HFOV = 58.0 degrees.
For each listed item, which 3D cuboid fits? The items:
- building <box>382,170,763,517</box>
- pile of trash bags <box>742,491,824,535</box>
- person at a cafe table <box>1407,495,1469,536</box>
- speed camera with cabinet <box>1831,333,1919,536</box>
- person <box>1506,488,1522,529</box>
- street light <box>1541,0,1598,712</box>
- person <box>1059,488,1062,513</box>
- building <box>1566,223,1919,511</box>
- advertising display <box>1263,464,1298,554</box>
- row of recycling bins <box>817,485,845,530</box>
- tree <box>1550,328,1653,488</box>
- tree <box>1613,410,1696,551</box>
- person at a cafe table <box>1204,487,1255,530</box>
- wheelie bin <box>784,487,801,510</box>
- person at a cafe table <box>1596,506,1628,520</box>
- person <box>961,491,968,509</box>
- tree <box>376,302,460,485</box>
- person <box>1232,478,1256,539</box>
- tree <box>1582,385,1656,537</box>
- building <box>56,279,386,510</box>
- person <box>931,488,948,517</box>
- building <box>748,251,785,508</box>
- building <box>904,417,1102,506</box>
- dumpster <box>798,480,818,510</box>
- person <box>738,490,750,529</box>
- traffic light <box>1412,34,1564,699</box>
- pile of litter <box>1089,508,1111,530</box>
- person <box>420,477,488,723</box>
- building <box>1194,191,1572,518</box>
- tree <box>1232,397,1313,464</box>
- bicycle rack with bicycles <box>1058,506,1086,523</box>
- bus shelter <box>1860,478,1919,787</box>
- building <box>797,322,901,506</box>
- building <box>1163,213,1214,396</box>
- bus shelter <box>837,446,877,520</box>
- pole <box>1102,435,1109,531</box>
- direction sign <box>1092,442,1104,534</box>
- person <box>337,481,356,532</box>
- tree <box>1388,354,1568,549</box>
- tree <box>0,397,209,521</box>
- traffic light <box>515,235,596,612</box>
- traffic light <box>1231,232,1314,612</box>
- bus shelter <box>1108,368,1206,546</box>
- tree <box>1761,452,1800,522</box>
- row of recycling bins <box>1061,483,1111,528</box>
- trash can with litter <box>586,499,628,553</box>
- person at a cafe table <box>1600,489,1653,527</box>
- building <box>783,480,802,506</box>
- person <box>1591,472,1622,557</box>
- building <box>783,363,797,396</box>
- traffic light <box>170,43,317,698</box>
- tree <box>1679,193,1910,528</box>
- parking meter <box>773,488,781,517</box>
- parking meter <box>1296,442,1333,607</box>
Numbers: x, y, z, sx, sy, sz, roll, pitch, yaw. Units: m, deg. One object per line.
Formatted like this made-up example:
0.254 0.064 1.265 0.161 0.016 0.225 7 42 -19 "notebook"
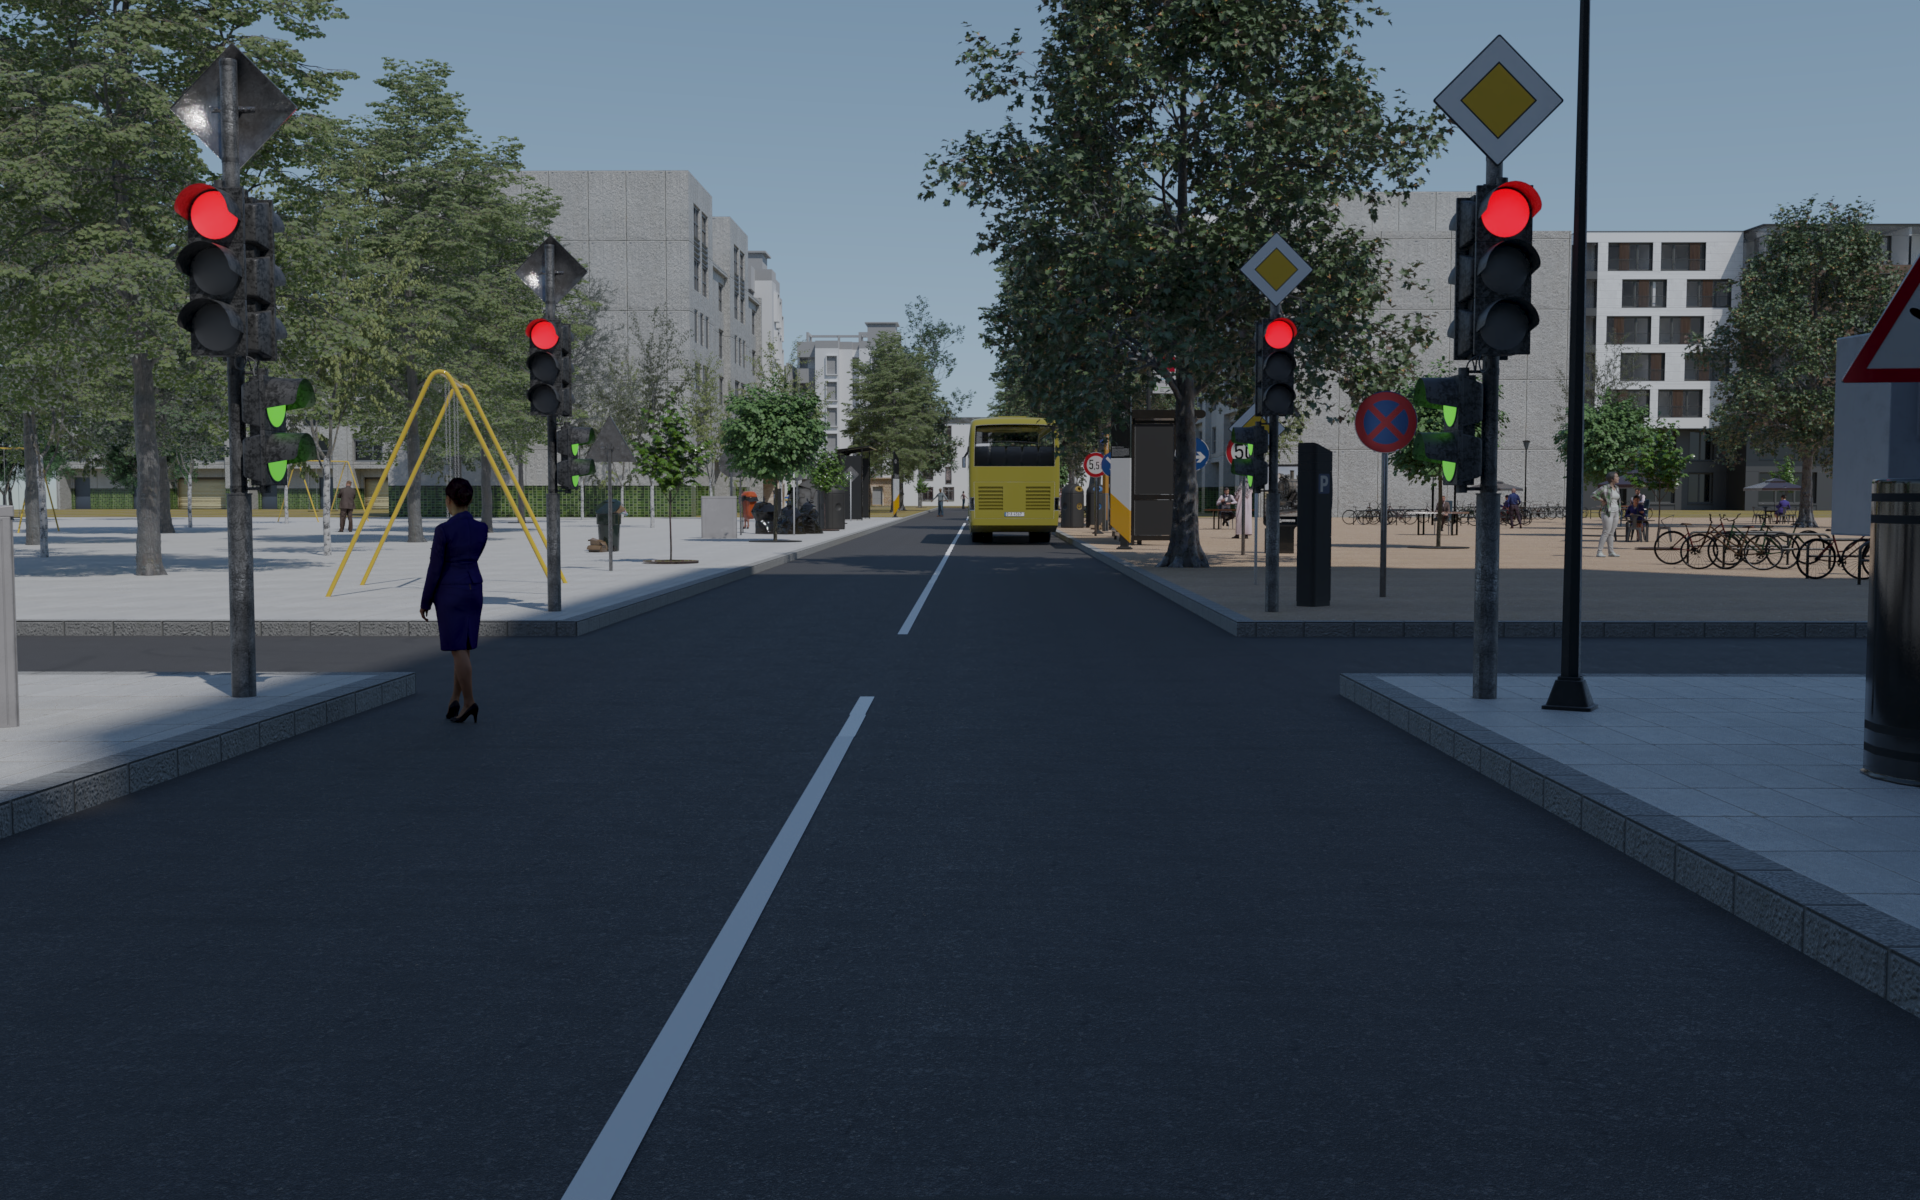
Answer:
-22.987 -14.940 110.733 16.747 18.905 31.486 0 4 1 "building"
-6.021 -2.848 56.322 1.912 1.369 3.447 -3 5 -44 "pile of trash bags"
15.053 -2.655 54.267 1.698 1.238 1.726 2 4 27 "person at a cafe table"
5.897 -0.924 9.449 2.038 3.252 0.660 0 4 -3 "speed camera with cabinet"
20.644 -3.403 64.371 0.574 1.496 0.600 2 4 29 "person"
3.110 -2.303 10.202 1.470 5.913 1.316 0 4 1 "street light"
6.888 -6.748 117.042 0.551 1.740 0.621 1 4 15 "person"
64.308 -18.412 145.012 32.646 21.610 27.936 0 4 1 "building"
7.020 -1.962 37.294 0.974 1.923 0.123 1 4 12 "advertising display"
-4.786 -3.479 63.987 1.069 1.692 3.534 0 4 -6 "row of recycling bins"
28.176 -7.688 76.061 4.360 8.622 3.978 0 3 0 "tree"
16.122 -2.770 39.883 1.663 3.219 1.824 0 3 0 "tree"
9.773 -3.338 63.093 1.698 1.524 1.622 0 4 -5 "person at a cafe table"
-7.185 -4.158 75.895 0.980 1.594 0.693 -2 4 -26 "wheelie bin"
31.322 -4.397 82.754 1.698 1.238 1.726 0 4 6 "person at a cafe table"
0.406 -9.618 166.465 0.721 1.736 1.217 -2 4 -35 "person"
-20.397 -7.013 65.020 4.360 8.622 3.978 0 3 0 "tree"
8.145 -2.630 49.715 0.551 1.740 0.621 -3 4 -37 "person"
19.641 -4.210 52.549 4.285 4.588 4.351 0 3 0 "tree"
-59.022 -17.413 151.166 31.486 18.905 16.747 0 4 1 "building"
-1.257 -6.212 110.151 1.350 1.814 0.705 3 4 37 "person"
-21.687 -16.899 132.715 16.016 20.091 11.380 0 4 1 "building"
7.768 -15.360 193.282 28.070 9.664 9.099 0 4 1 "building"
-5.817 -3.994 71.053 1.264 1.857 1.865 0 4 1 "dumpster"
-7.892 -3.319 63.540 0.421 1.427 0.697 1 4 22 "person"
3.281 -1.337 10.777 0.839 4.253 0.868 0 4 1 "traffic light"
5.237 -2.959 62.344 1.176 0.858 1.719 0 4 4 "pile of litter"
-3.251 -0.004 10.940 0.546 1.535 0.453 1 4 19 "person"
24.940 -14.894 109.970 16.747 18.905 31.486 0 4 1 "building"
15.597 -8.357 87.000 4.737 8.622 4.395 0 3 0 "tree"
5.941 -3.828 75.977 2.925 0.926 2.852 3 5 44 "bicycle rack with bicycles"
4.250 -1.595 3.711 2.179 5.291 8.768 0 4 1 "bus shelter"
-12.399 -20.824 196.889 11.380 20.091 16.016 0 4 1 "building"
29.684 -18.245 142.272 27.936 21.610 32.646 0 4 1 "building"
-5.205 -5.864 87.155 1.731 3.624 6.357 0 4 1 "bus shelter"
4.989 -4.010 59.400 0.158 3.312 0.155 0 3 0 "pole"
4.443 -3.895 55.676 0.379 3.537 0.876 2 4 27 "direction sign"
-20.727 -3.165 58.480 0.600 1.739 0.565 2 4 31 "person"
11.259 -3.498 40.899 4.285 4.588 4.351 0 3 0 "tree"
-45.253 -7.199 80.609 11.467 7.101 20.602 1 4 14 "tree"
-4.421 -1.830 18.842 0.839 4.253 0.868 0 4 1 "traffic light"
3.380 -1.825 18.761 0.839 4.253 0.868 0 4 1 "traffic light"
5.114 -4.256 47.224 2.179 5.291 8.768 0 4 1 "bus shelter"
37.816 -5.172 79.171 1.663 3.219 1.824 0 3 0 "tree"
5.581 -3.580 65.638 3.534 1.692 1.069 0 4 -5 "row of recycling bins"
-7.835 -1.650 38.373 0.624 1.170 1.055 1 4 13 "trash can with litter"
26.197 -3.611 67.554 1.622 1.524 1.698 -2 4 -31 "person at a cafe table"
-28.595 -13.074 155.906 28.070 9.664 9.099 0 4 1 "building"
13.219 -1.744 35.281 0.841 1.734 0.376 -2 4 -29 "person"
-34.218 -20.198 196.687 31.486 18.905 16.747 0 4 1 "building"
-4.520 -1.342 10.857 0.839 4.253 0.868 0 4 1 "traffic light"
32.545 -9.122 66.158 9.611 12.733 9.660 0 3 0 "tree"
-7.838 -4.024 74.204 0.372 1.533 0.369 0 3 0 "parking meter"
4.059 -0.863 19.822 0.255 1.863 0.399 3 5 45 "parking meter"
